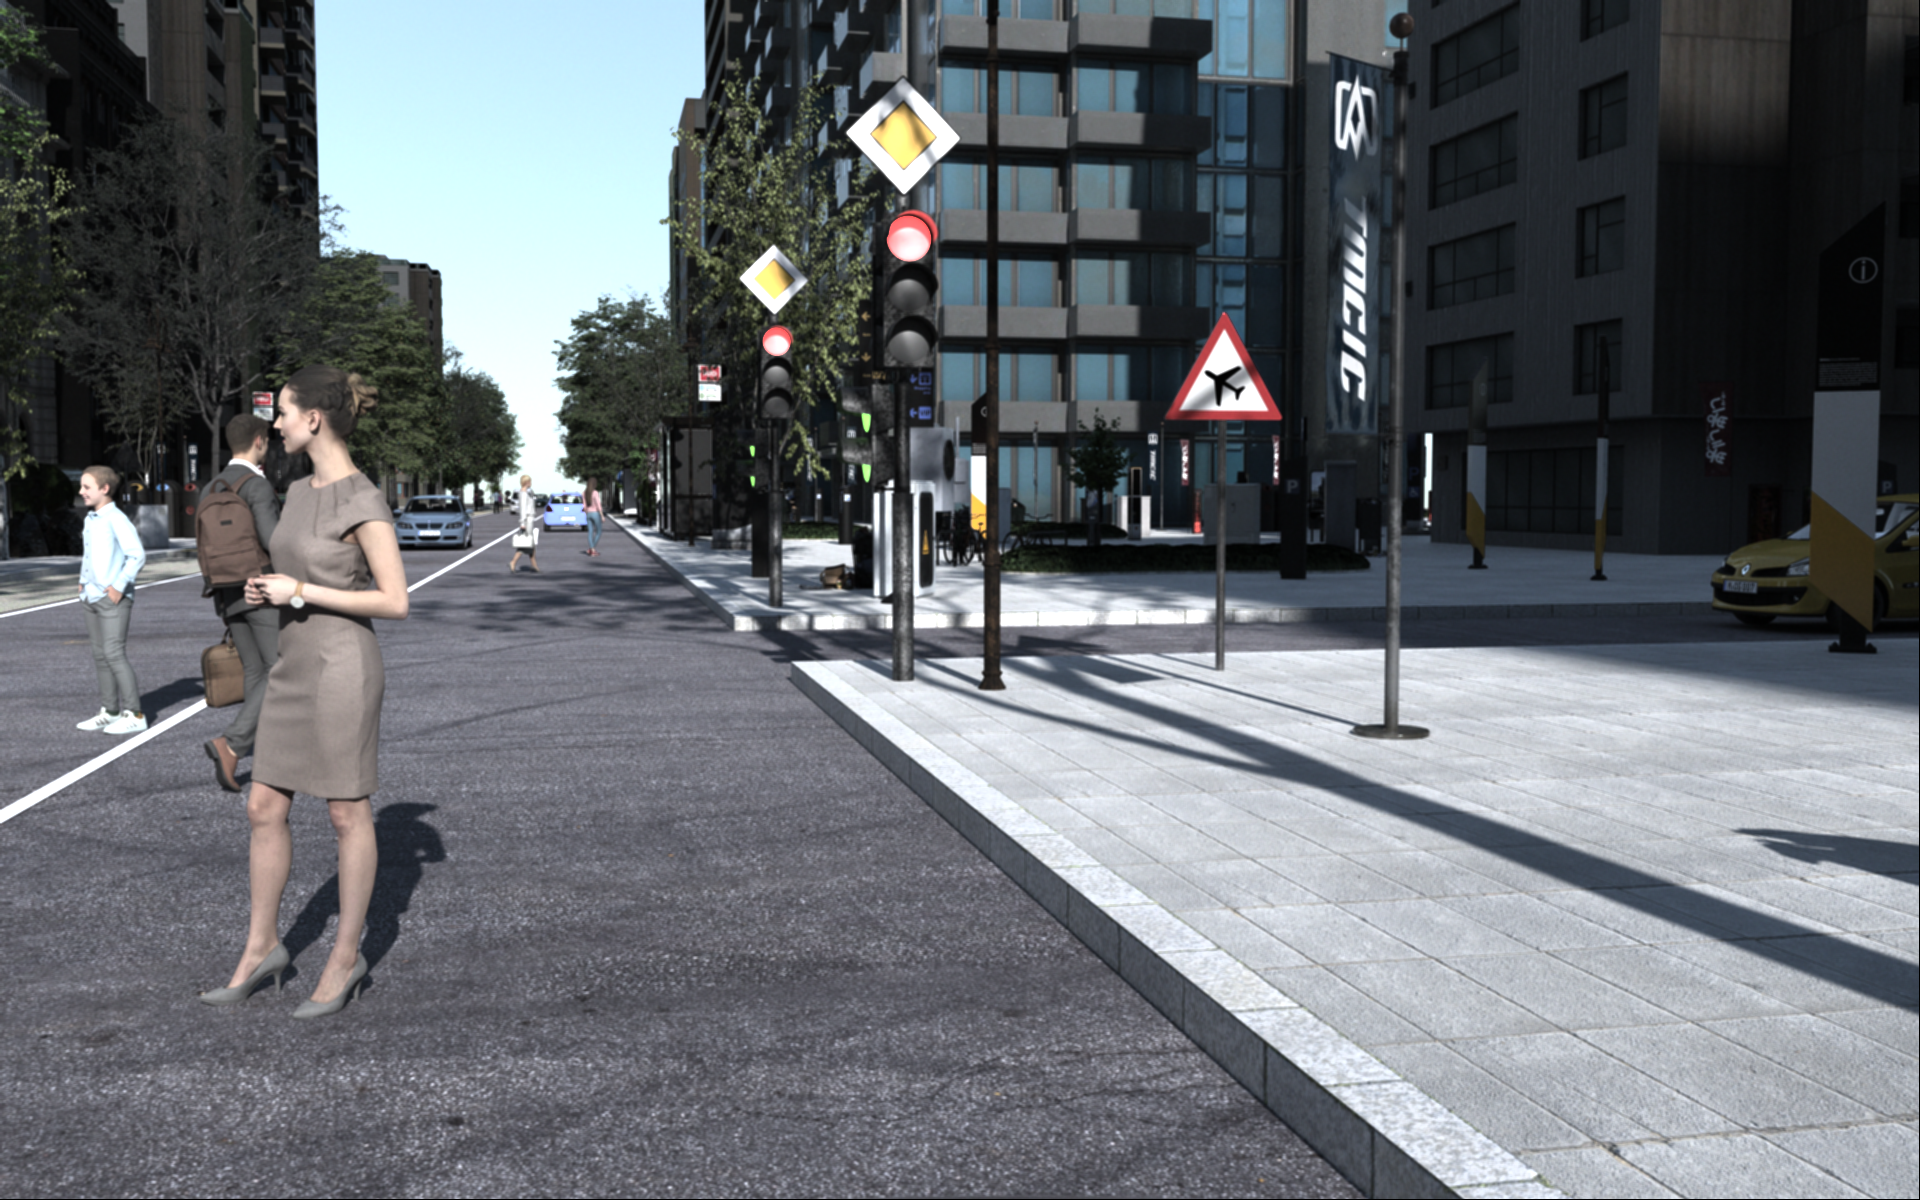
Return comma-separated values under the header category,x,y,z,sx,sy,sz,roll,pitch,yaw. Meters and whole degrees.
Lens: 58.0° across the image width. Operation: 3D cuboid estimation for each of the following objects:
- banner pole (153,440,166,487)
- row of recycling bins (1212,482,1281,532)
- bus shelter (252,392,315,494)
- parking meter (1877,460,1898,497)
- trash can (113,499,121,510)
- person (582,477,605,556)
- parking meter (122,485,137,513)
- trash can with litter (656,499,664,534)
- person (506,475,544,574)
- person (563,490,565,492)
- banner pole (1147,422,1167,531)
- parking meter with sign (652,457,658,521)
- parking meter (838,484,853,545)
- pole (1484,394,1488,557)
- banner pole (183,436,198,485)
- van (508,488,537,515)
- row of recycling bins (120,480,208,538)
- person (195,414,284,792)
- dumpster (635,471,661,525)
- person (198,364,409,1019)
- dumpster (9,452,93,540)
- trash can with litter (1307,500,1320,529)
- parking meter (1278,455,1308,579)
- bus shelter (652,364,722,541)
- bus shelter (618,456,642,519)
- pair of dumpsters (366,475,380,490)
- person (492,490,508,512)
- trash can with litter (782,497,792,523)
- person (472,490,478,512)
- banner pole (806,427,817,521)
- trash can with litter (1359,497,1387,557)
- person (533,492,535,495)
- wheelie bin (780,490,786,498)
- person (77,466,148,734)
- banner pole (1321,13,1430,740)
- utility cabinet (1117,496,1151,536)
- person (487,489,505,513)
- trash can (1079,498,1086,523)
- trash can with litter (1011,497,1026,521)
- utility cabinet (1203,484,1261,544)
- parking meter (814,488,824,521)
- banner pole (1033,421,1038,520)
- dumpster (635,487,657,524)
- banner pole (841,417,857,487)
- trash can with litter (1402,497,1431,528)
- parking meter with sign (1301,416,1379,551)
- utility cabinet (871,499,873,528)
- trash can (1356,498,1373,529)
category,x,y,z,sx,sy,sz,roll,pitch,yaw
banner pole,-33.656,-5.064,72.808,0.863,3.779,0.401,1,4,22
row of recycling bins,9.847,-3.151,58.638,3.534,1.692,1.069,-2,4,-27
bus shelter,-27.179,-5.694,70.721,2.179,5.291,8.768,-1,4,-12
parking meter,15.531,-1.435,29.181,0.399,1.863,0.255,0,4,-8
trash can,-25.881,-2.559,53.496,0.748,1.137,0.748,0,3,0
person,-8.462,-1.930,40.064,0.555,1.821,0.388,1,4,16
parking meter,-22.850,-2.403,47.693,0.372,1.533,0.369,0,3,0
trash can with litter,-9.617,-2.739,56.171,0.624,1.170,1.055,-1,4,-19
person,-7.879,-1.373,31.308,0.624,1.780,0.694,0,4,-5
person,-33.886,-8.482,147.710,0.750,1.759,0.617,-3,5,-44
banner pole,6.824,-4.290,60.151,0.863,3.779,0.401,-2,4,-30
parking meter with sign,-14.165,-5.343,83.617,1.738,3.016,0.543,-3,5,-39
parking meter,-2.904,-2.179,44.045,0.372,1.533,0.369,0,3,0
pole,10.603,-2.530,35.202,0.158,3.312,0.155,0,3,0
banner pole,-33.024,-5.158,74.347,0.863,3.779,0.401,1,4,16
van,-30.787,-7.031,121.970,2.013,2.044,4.112,-1,4,-12
row of recycling bins,-22.638,-2.647,50.399,3.534,1.692,1.069,0,4,1
person,-3.548,-0.009,8.610,0.622,1.834,0.822,1,4,22
dumpster,-12.682,-4.239,71.800,1.502,2.255,1.985,-1,4,-12
person,-1.807,0.249,4.768,0.599,1.781,0.374,3,4,37
dumpster,-21.112,-2.308,40.230,1.502,2.255,1.985,-1,4,-12
trash can with litter,12.842,-3.159,63.031,0.624,1.170,1.055,0,4,7
parking meter,5.022,-1.250,26.143,0.399,1.863,0.255,1,4,22
bus shelter,-7.894,-4.492,51.074,2.179,5.291,8.768,-1,4,-12
bus shelter,-16.179,-5.719,87.433,2.014,3.302,5.546,-1,4,-12
pair of dumpsters,-30.551,-5.250,88.327,1.574,2.255,4.437,-1,4,-12
person,-36.911,-7.935,138.926,1.217,1.739,0.721,-1,4,-9
trash can with litter,-5.917,-2.948,59.580,0.624,1.170,1.055,-2,4,-34
person,-39.192,-7.996,139.924,0.721,1.739,1.217,-2,4,-31
banner pole,-5.526,-4.572,64.761,0.401,3.779,0.863,2,4,33
trash can with litter,8.095,-1.514,35.818,2.233,1.210,1.678,-2,4,-23
person,-54.246,-12.900,220.136,1.217,1.743,0.721,-1,4,-15
wheelie bin,-8.345,-4.397,79.803,0.693,1.594,0.980,-1,4,-11
person,-5.193,-0.013,10.528,0.330,1.601,0.589,-3,5,-44
banner pole,2.130,-1.159,8.971,0.863,3.779,0.401,-3,5,-42
utility cabinet,5.265,-2.530,52.534,1.020,1.237,0.306,-2,4,-25
person,-34.415,-7.340,128.495,1.348,1.826,0.705,-2,4,-31
trash can,4.696,-3.134,62.901,0.748,1.137,0.748,0,3,0
trash can with litter,2.073,-2.738,56.146,1.055,1.170,0.624,0,4,-7
utility cabinet,5.726,-1.703,36.518,1.173,1.500,0.318,2,4,35
parking meter,-5.517,-3.623,67.648,0.372,1.533,0.369,0,3,0
banner pole,2.562,-4.217,58.960,0.401,3.779,0.863,1,4,11
dumpster,-13.515,-4.268,75.536,1.264,1.857,1.865,-1,4,-12
banner pole,-3.622,-4.047,56.191,0.401,3.779,0.863,3,4,38
trash can with litter,16.254,-3.085,61.831,1.055,1.170,0.624,0,4,-3
parking meter with sign,8.580,-2.614,38.997,1.738,3.016,0.543,0,4,7
utility cabinet,-1.257,-1.008,27.647,0.306,1.237,1.020,0,4,-5
trash can,14.845,-3.194,63.871,0.748,1.137,0.748,0,3,0
